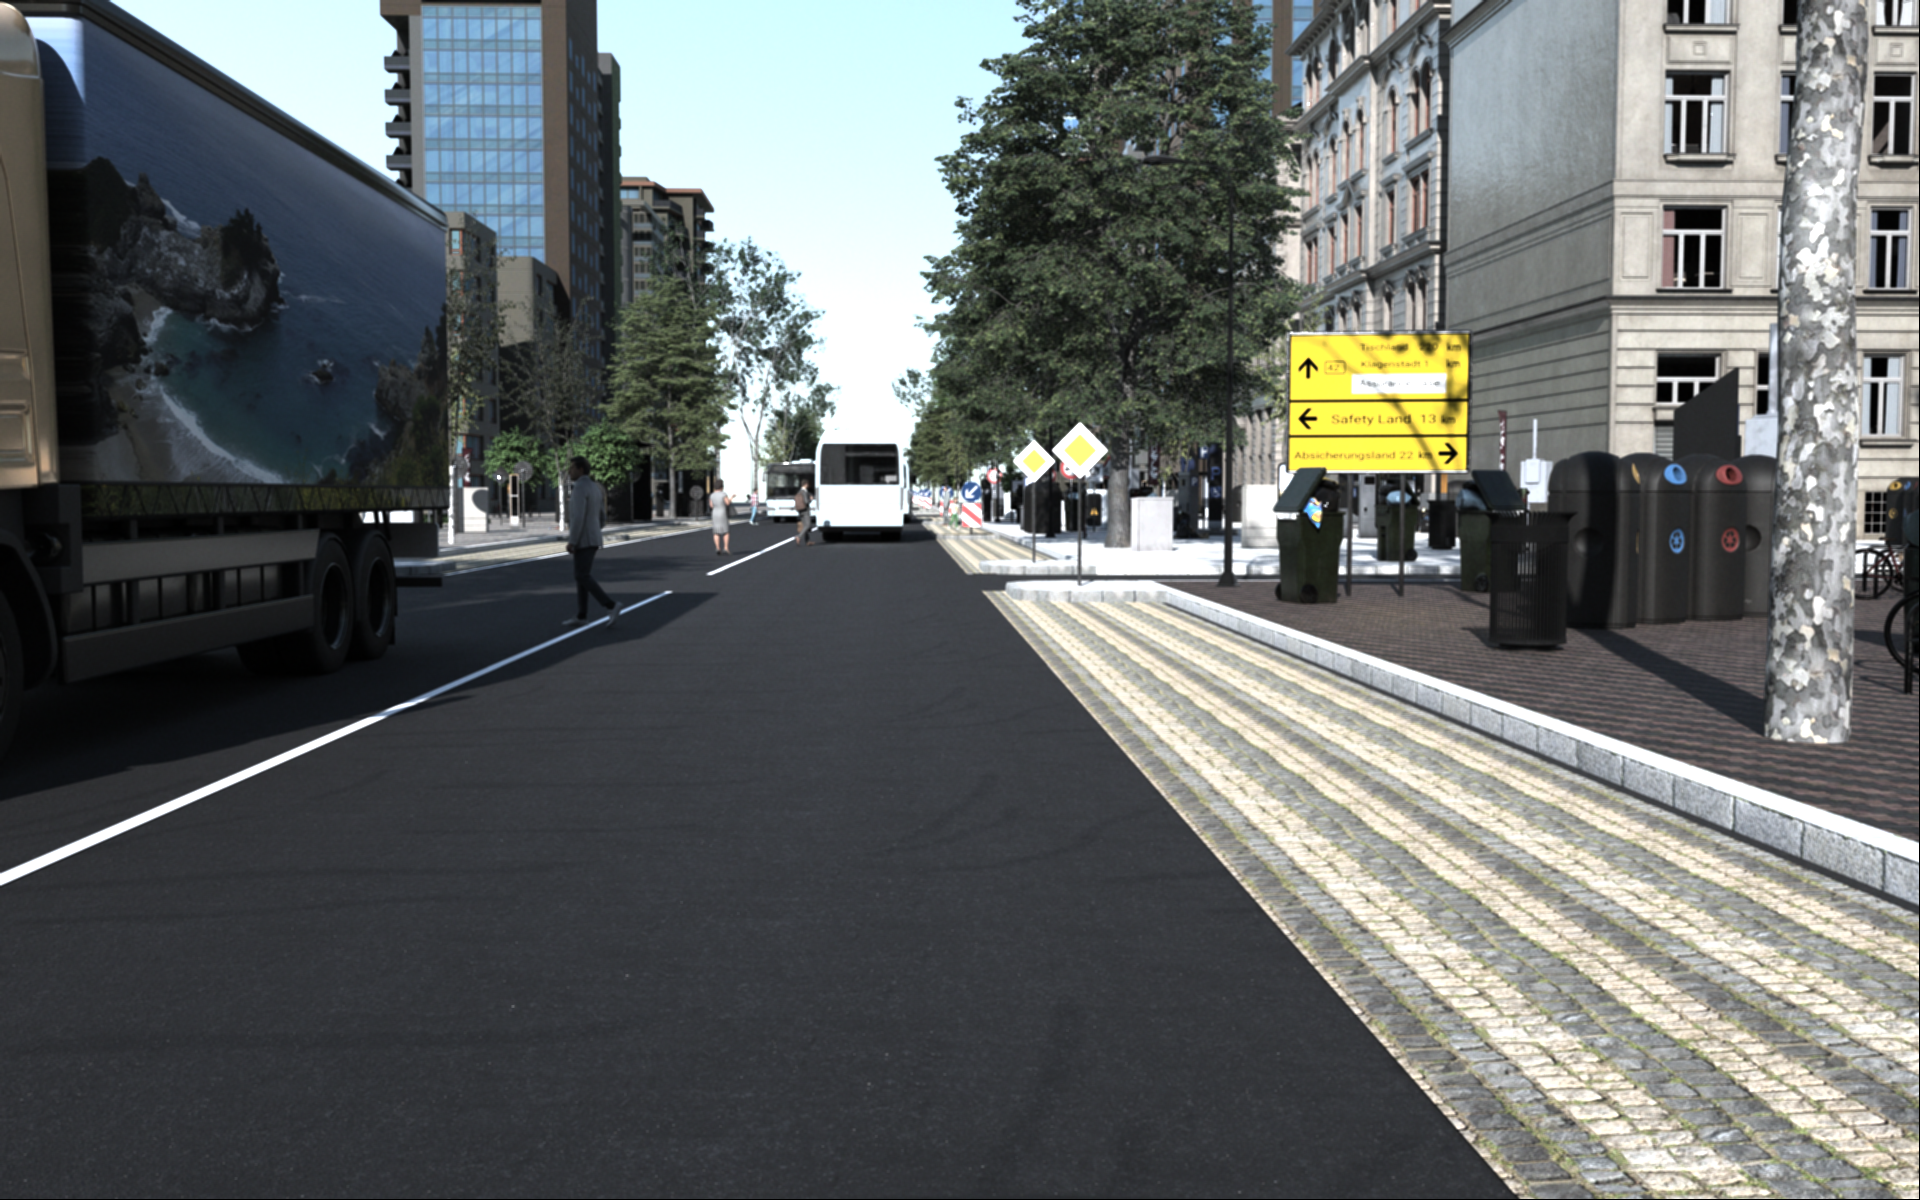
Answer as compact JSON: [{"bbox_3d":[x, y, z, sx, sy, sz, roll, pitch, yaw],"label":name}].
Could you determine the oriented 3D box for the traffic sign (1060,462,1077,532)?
[{"bbox_3d":[3.775,-3.581,58.655,0.768,2.556,0.104,0,4,5],"label":"traffic sign"}]

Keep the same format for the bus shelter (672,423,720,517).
[{"bbox_3d":[-15.444,-7.518,100.545,2.179,5.291,8.768,0,4,-2],"label":"bus shelter"}]

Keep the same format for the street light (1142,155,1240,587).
[{"bbox_3d":[3.190,-3.142,23.918,1.470,5.913,1.316,0,4,-2],"label":"street light"}]

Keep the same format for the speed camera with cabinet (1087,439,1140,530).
[{"bbox_3d":[5.447,-4.153,62.239,2.038,3.252,0.660,3,5,39],"label":"speed camera with cabinet"}]

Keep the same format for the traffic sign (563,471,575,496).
[{"bbox_3d":[-17.013,-4.488,75.516,0.606,2.300,0.079,0,4,1],"label":"traffic sign"}]

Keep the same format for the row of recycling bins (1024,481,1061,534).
[{"bbox_3d":[2.680,-3.081,57.485,1.069,1.692,3.534,0,4,-5],"label":"row of recycling bins"}]

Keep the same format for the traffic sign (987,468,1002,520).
[{"bbox_3d":[1.687,-5.170,84.630,0.768,2.556,0.104,0,4,5],"label":"traffic sign"}]

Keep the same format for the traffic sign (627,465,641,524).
[{"bbox_3d":[-14.077,-4.541,74.350,0.768,2.556,0.104,0,4,1],"label":"traffic sign"}]

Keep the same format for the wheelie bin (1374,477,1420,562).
[{"bbox_3d":[8.341,-1.540,33.091,0.693,1.594,0.980,-1,4,-16],"label":"wheelie bin"}]

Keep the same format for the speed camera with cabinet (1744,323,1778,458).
[{"bbox_3d":[8.890,-1.553,19.735,2.038,3.252,0.660,-2,4,-23],"label":"speed camera with cabinet"}]

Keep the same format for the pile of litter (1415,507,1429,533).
[{"bbox_3d":[15.755,-2.675,57.695,1.176,0.858,1.719,1,4,17],"label":"pile of litter"}]

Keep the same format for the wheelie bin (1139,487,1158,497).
[{"bbox_3d":[7.779,-3.946,72.432,0.980,1.594,0.693,0,4,5],"label":"wheelie bin"}]

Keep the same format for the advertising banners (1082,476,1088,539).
[{"bbox_3d":[3.572,-3.274,49.711,0.090,3.025,2.074,0,4,7],"label":"advertising banners"}]

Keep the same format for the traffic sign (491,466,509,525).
[{"bbox_3d":[-18.751,-4.255,70.749,0.795,2.450,0.064,0,4,5],"label":"traffic sign"}]

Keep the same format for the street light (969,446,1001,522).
[{"bbox_3d":[1.165,-6.459,78.147,1.470,5.913,1.316,0,4,-2],"label":"street light"}]

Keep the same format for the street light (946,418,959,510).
[{"bbox_3d":[0.066,-8.181,106.297,1.470,5.913,1.316,0,4,-2],"label":"street light"}]

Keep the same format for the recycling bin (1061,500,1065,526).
[{"bbox_3d":[4.250,-3.448,68.926,0.722,1.027,0.722,-1,4,-21],"label":"recycling bin"}]

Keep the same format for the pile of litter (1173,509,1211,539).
[{"bbox_3d":[6.689,-2.221,50.285,1.176,0.858,1.719,0,4,8],"label":"pile of litter"}]

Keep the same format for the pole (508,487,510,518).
[{"bbox_3d":[-24.165,-6.061,92.944,0.158,3.312,0.155,0,3,0],"label":"pole"}]

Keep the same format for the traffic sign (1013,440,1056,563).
[{"bbox_3d":[1.372,-1.742,32.129,0.795,2.450,0.064,0,4,-2],"label":"traffic sign"}]

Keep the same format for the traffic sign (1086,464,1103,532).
[{"bbox_3d":[4.522,-3.441,58.382,0.606,2.300,0.079,0,4,-2],"label":"traffic sign"}]

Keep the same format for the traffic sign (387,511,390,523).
[{"bbox_3d":[-10.465,-1.717,31.714,0.795,2.450,0.064,0,4,-2],"label":"traffic sign"}]

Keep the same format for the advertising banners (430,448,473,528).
[{"bbox_3d":[-19.047,-4.207,64.968,0.090,3.025,2.074,2,4,33],"label":"advertising banners"}]

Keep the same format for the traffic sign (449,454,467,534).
[{"bbox_3d":[-16.157,-3.383,55.421,0.768,2.556,0.104,0,4,0],"label":"traffic sign"}]

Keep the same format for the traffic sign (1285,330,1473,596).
[{"bbox_3d":[5.217,-1.700,21.666,2.265,3.308,0.079,0,4,7],"label":"traffic sign"}]

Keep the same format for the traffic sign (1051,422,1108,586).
[{"bbox_3d":[1.666,-1.254,24.149,0.795,2.450,0.064,0,4,-2],"label":"traffic sign"}]

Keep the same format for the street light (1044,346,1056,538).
[{"bbox_3d":[2.130,-4.794,50.923,1.470,5.913,1.316,0,4,-2],"label":"street light"}]

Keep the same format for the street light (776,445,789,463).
[{"bbox_3d":[-16.738,-11.647,162.961,1.470,5.913,1.316,0,4,-2],"label":"street light"}]

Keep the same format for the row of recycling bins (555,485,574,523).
[{"bbox_3d":[-17.522,-4.310,77.587,1.069,1.692,3.534,-1,4,-21],"label":"row of recycling bins"}]

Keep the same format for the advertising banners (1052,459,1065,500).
[{"bbox_3d":[4.904,-5.521,86.454,0.090,3.025,2.074,1,4,23],"label":"advertising banners"}]

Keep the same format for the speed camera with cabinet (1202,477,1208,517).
[{"bbox_3d":[13.962,-6.293,97.221,0.660,3.252,2.038,1,4,13],"label":"speed camera with cabinet"}]

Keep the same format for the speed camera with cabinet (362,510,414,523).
[{"bbox_3d":[-13.188,-2.690,38.324,2.038,3.252,0.660,-3,5,-41],"label":"speed camera with cabinet"}]

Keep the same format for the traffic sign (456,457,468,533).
[{"bbox_3d":[-16.514,-3.471,56.851,0.768,2.556,0.104,0,4,1],"label":"traffic sign"}]

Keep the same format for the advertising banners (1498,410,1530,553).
[{"bbox_3d":[11.798,-2.494,36.969,0.090,3.025,2.074,3,4,36],"label":"advertising banners"}]

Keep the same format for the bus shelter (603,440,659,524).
[{"bbox_3d":[-14.923,-5.336,78.525,1.731,3.624,6.357,0,4,-2],"label":"bus shelter"}]

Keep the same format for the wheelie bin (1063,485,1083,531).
[{"bbox_3d":[3.969,-3.176,59.844,0.693,1.594,0.980,-1,4,-19],"label":"wheelie bin"}]

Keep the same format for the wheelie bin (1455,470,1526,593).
[{"bbox_3d":[6.934,-0.910,22.791,0.980,1.594,0.693,-2,4,-30],"label":"wheelie bin"}]

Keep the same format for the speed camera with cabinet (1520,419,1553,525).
[{"bbox_3d":[15.825,-3.129,45.493,2.038,3.252,0.660,3,4,38],"label":"speed camera with cabinet"}]

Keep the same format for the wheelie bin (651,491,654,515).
[{"bbox_3d":[-16.193,-4.976,89.268,0.980,1.594,0.693,-3,4,-38],"label":"wheelie bin"}]

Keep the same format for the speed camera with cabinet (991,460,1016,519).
[{"bbox_3d":[2.402,-5.792,89.042,2.038,3.252,0.660,3,4,39],"label":"speed camera with cabinet"}]

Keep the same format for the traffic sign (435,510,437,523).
[{"bbox_3d":[-15.436,-3.118,50.979,0.884,2.594,0.081,0,4,1],"label":"traffic sign"}]

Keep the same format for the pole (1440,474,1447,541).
[{"bbox_3d":[12.089,-3.022,43.258,0.158,3.312,0.155,0,3,0],"label":"pole"}]

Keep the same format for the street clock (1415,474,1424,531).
[{"bbox_3d":[15.997,-3.434,60.720,0.358,2.002,0.471,-3,5,-44],"label":"street clock"}]

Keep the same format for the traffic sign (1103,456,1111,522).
[{"bbox_3d":[5.035,-3.582,58.567,0.884,2.594,0.081,0,4,-1],"label":"traffic sign"}]

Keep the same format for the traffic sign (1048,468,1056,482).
[{"bbox_3d":[4.181,-5.023,82.236,0.768,2.556,0.104,0,4,-1],"label":"traffic sign"}]

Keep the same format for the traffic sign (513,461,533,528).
[{"bbox_3d":[-16.701,-4.045,66.242,0.768,2.556,0.104,0,4,1],"label":"traffic sign"}]

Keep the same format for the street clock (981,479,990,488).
[{"bbox_3d":[1.269,-4.971,85.850,0.358,2.002,0.471,3,5,43],"label":"street clock"}]

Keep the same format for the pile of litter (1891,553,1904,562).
[{"bbox_3d":[18.315,-1.159,32.909,1.719,0.858,1.176,-1,4,-21],"label":"pile of litter"}]

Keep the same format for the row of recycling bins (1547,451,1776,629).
[{"bbox_3d":[7.234,-0.641,17.590,3.534,1.692,1.069,-2,4,-33],"label":"row of recycling bins"}]

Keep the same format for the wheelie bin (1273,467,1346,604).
[{"bbox_3d":[4.141,-0.772,20.524,0.693,1.594,0.980,-1,4,-18],"label":"wheelie bin"}]

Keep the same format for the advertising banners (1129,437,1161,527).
[{"bbox_3d":[5.385,-3.487,53.203,0.090,3.025,2.074,-3,5,-44],"label":"advertising banners"}]
